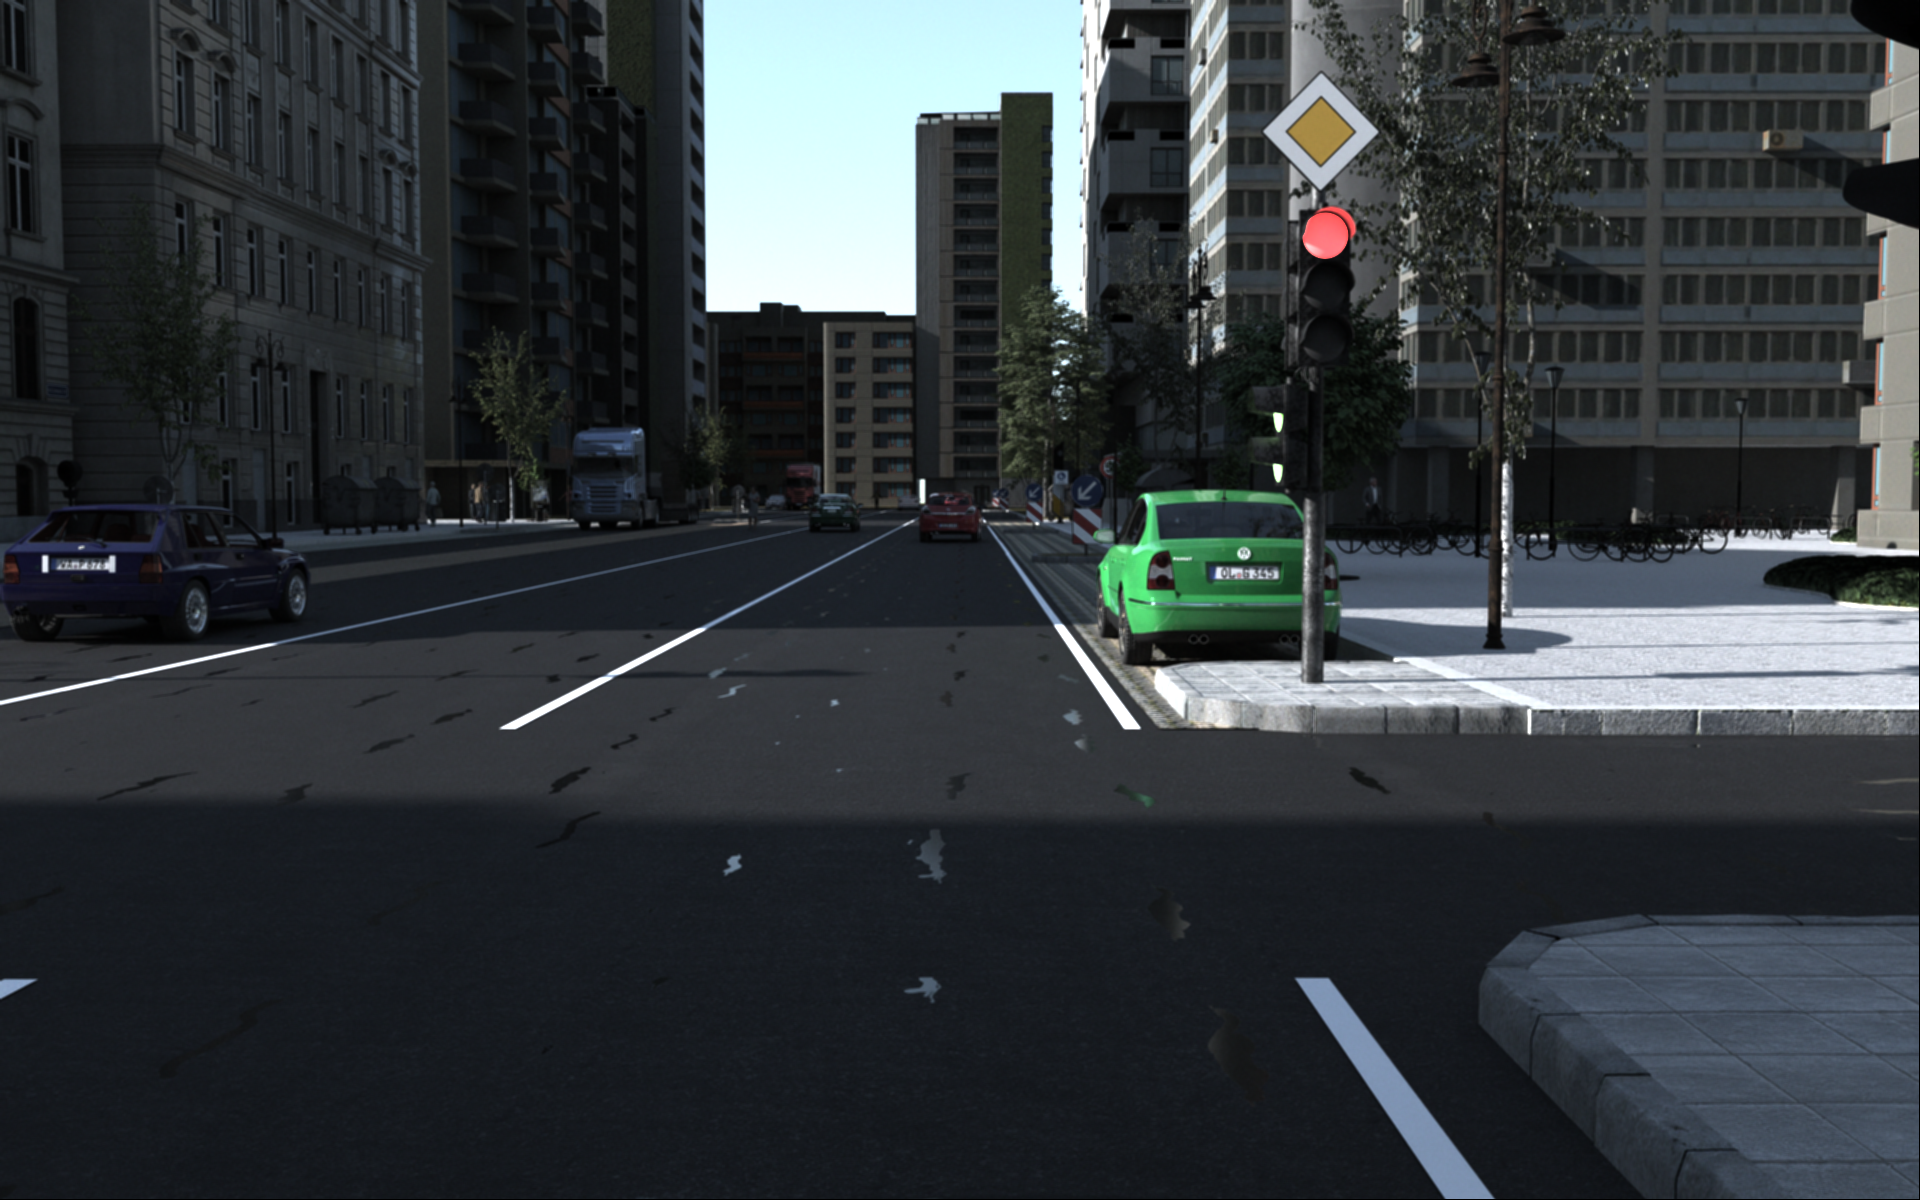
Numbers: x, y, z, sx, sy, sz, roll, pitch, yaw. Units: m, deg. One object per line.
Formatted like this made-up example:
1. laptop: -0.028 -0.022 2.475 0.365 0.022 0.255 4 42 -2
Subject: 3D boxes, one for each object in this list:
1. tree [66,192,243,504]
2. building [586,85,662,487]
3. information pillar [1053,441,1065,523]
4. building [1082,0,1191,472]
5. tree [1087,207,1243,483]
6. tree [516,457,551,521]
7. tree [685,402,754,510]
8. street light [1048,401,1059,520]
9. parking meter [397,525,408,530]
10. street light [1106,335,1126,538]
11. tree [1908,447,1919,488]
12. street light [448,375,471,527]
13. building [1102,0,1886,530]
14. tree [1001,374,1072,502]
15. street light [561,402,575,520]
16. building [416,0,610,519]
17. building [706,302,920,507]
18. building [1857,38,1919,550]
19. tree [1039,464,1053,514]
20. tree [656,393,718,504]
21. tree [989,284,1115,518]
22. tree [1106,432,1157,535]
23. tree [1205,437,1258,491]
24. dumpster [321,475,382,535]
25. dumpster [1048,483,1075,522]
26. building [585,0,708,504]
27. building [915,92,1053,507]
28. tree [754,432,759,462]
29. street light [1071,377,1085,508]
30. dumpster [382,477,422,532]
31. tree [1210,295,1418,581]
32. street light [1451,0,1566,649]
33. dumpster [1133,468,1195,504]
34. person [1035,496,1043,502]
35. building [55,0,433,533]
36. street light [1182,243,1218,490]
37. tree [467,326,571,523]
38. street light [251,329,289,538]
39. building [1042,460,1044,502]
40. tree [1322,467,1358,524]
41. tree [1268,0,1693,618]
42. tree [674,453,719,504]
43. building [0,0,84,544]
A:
1. tree: -19.412 -5.625 42.338 4.737 8.622 4.395 0 3 0
2. building: -29.597 -21.503 123.281 14.160 30.474 14.107 0 4 0
3. information pillar: 4.322 -5.168 75.853 0.504 3.616 0.183 1 4 17
4. building: 22.326 -32.088 113.878 28.713 52.752 27.495 0 4 0
5. tree: 5.434 -5.792 45.056 4.360 8.622 3.978 0 3 0
6. tree: -20.166 -5.400 82.899 1.663 3.219 1.824 0 3 0
7. tree: -19.671 -11.394 136.653 4.737 8.622 4.395 0 3 0
8. street light: 4.655 -6.947 86.369 0.468 5.910 1.993 0 4 0
9. parking meter: -19.851 -3.257 61.660 0.372 1.533 0.369 0 3 0
10. street light: 4.504 -4.730 50.116 0.468 5.910 1.993 0 4 0
11. tree: 17.366 -2.205 30.651 1.663 3.219 1.824 0 3 0
12. street light: -19.372 -5.770 67.124 0.468 5.910 1.993 0 4 0
13. building: 22.593 -23.230 71.689 32.217 40.220 23.993 0 4 0
14. tree: 5.164 -9.518 105.979 4.737 8.622 4.395 0 3 0
15. street light: -19.260 -6.867 85.070 0.468 5.910 1.993 0 4 0
16. building: -33.157 -27.293 100.863 22.147 44.769 28.867 0 4 0
17. building: -19.162 -20.985 188.143 28.899 21.520 27.650 0 4 0
18. building: 36.263 -11.173 27.715 28.899 21.520 27.650 0 4 0
19. tree: 5.939 -7.102 110.726 1.663 3.219 1.824 0 3 0
20. tree: -19.587 -10.694 125.215 4.360 8.622 3.978 0 3 0
21. tree: 4.970 -10.770 94.219 7.486 12.596 7.792 0 3 0
22. tree: 5.423 -3.658 54.411 1.663 3.219 1.824 0 3 0
23. tree: 9.343 -3.937 58.966 1.663 3.219 1.824 0 3 0
24. dumpster: -19.306 -2.998 54.771 1.264 1.857 1.865 0 3 0
25. dumpster: 4.768 -4.613 81.188 1.264 1.857 1.865 0 4 0
26. building: -36.598 -37.131 149.096 28.212 58.520 21.231 0 4 0
27. building: 2.393 -30.359 179.960 14.086 41.232 14.154 0 4 0
28. tree: -19.816 -12.513 154.952 4.737 8.622 4.395 0 3 0
29. street light: 4.649 -5.849 68.423 0.468 5.910 1.993 0 4 0
30. dumpster: -19.314 -3.272 59.264 1.264 1.857 1.865 0 4 0
31. tree: 5.389 -2.601 26.245 4.285 4.588 4.351 0 3 0
32. street light: 4.441 -2.534 14.224 0.468 5.910 1.993 0 4 0
33. dumpster: 4.599 -2.023 38.832 1.264 1.857 1.865 0 4 0
34. person: 6.165 -8.117 138.718 1.348 1.831 0.705 -1 4 -16
35. building: -28.382 -16.128 60.957 12.463 27.353 25.104 0 4 0
36. street light: 4.433 -3.632 32.170 0.468 5.910 1.993 0 4 0
37. tree: -19.655 -7.725 76.669 4.737 8.622 4.395 0 3 0
38. street light: -19.385 -4.650 48.810 0.468 5.910 1.993 0 4 0
39. building: 18.697 -50.727 142.051 22.319 86.520 31.000 0 4 0
40. tree: 12.433 -3.930 58.852 1.663 3.219 1.824 0 3 0
41. tree: 5.438 -4.124 17.784 4.360 8.622 3.978 0 3 0
42. tree: -19.867 -8.961 130.230 4.285 4.588 4.351 0 3 0
43. building: -30.077 -12.973 31.186 14.460 24.649 34.723 0 4 0
